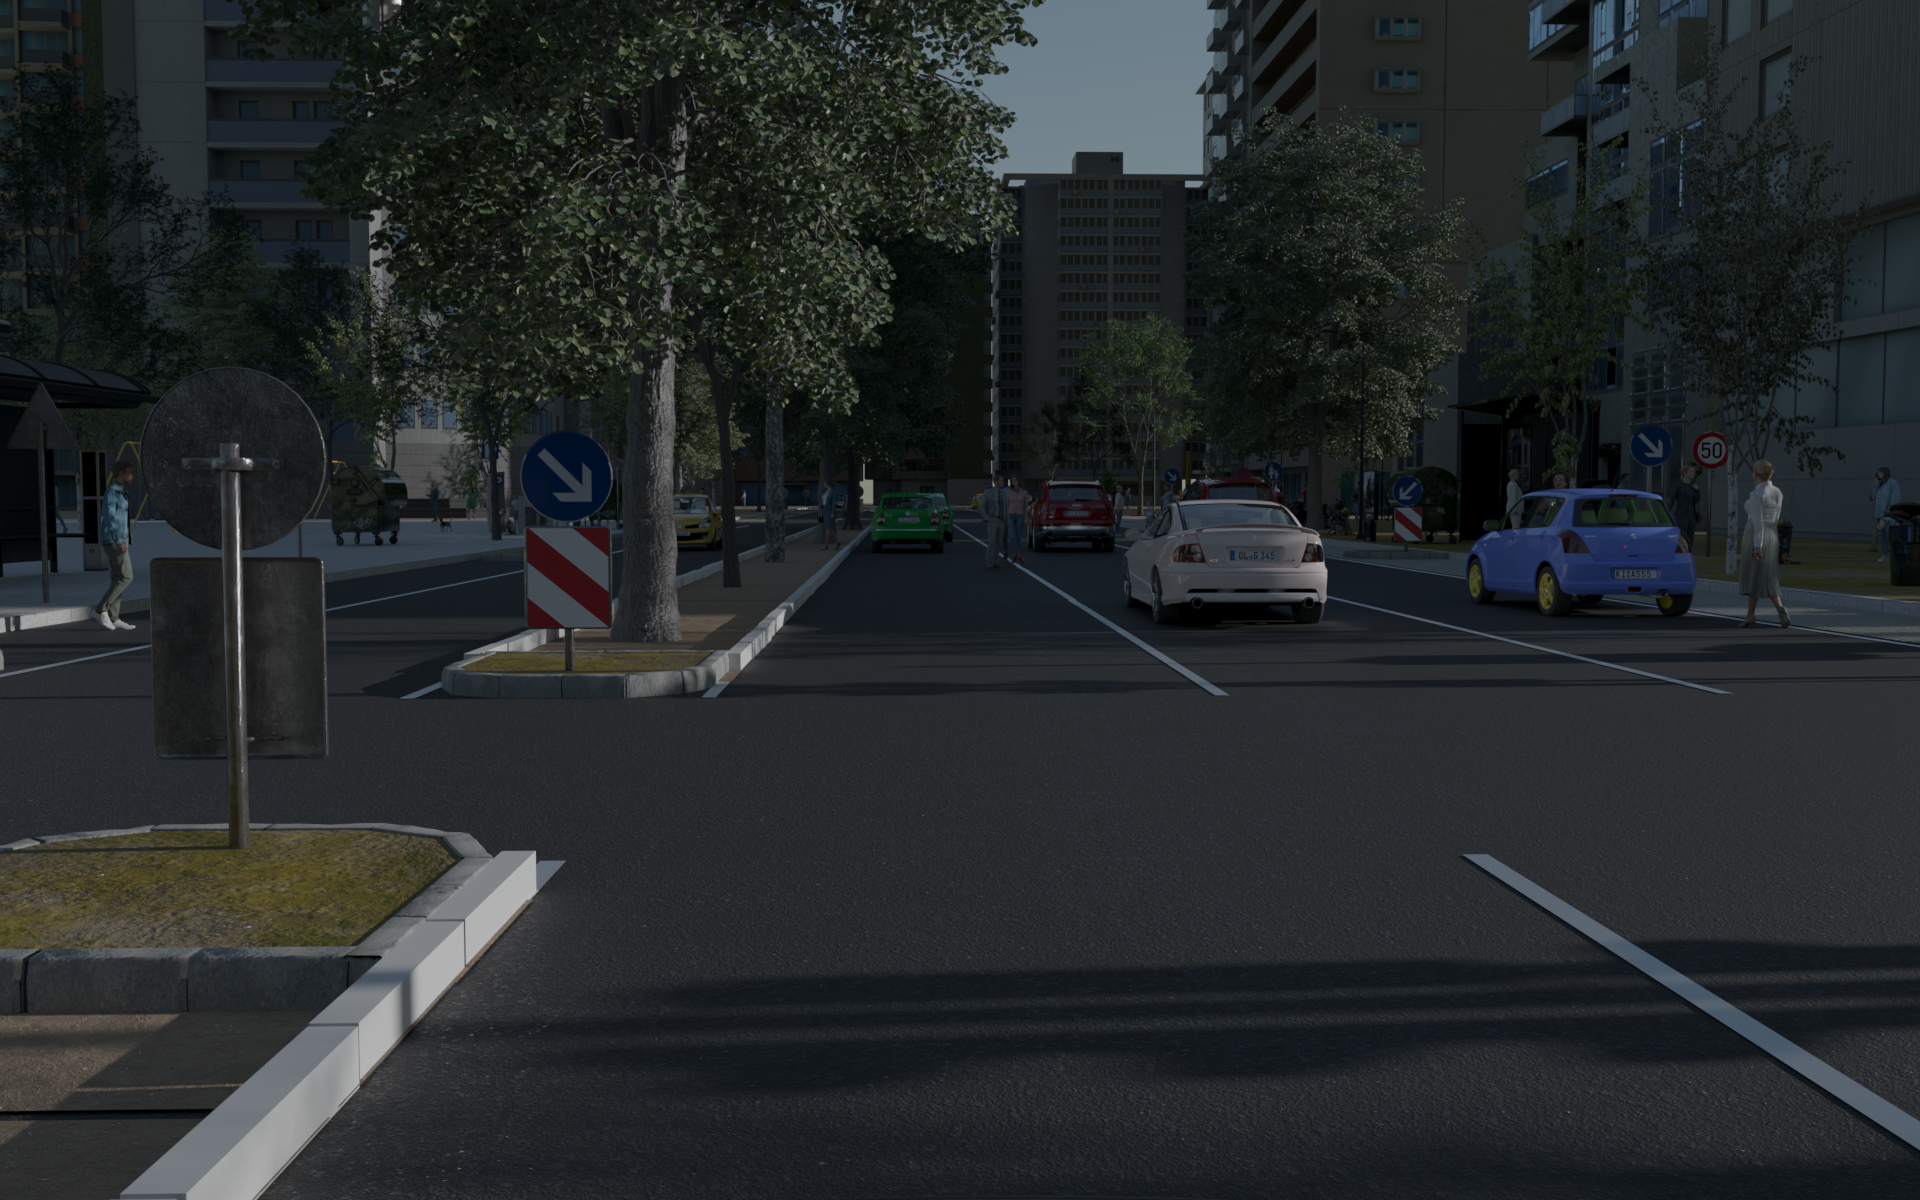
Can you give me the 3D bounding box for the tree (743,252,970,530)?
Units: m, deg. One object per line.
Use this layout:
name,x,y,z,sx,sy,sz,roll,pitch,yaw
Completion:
tree,-4.323,-9.161,69.255,9.611,12.733,9.660,0,3,0

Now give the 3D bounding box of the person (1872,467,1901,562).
person,17.482,-1.608,32.591,0.793,1.790,0.793,-3,4,-38

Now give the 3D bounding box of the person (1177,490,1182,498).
person,21.575,-9.887,170.178,1.348,1.821,0.705,-1,4,-19

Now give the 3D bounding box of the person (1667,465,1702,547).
person,12.180,-1.391,29.209,0.576,1.772,0.534,-3,4,-36

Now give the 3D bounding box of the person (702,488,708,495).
person,-18.186,-7.115,123.098,1.217,1.735,0.721,-3,4,-38

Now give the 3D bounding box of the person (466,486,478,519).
person,-24.651,-4.960,87.389,0.529,1.795,0.600,3,4,37

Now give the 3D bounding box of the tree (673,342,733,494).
tree,-12.848,-7.771,77.416,4.360,8.622,3.978,0,3,0

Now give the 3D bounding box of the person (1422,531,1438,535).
person,14.735,-2.917,53.912,0.537,1.800,0.526,3,5,44

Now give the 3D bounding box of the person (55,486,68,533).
person,-29.740,-3.115,56.835,0.748,1.841,0.638,0,4,5

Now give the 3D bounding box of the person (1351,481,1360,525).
person,16.302,-3.937,70.393,0.794,1.824,0.713,1,4,11

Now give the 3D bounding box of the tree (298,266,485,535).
tree,-18.147,-6.361,54.370,4.737,8.622,4.395,0,3,0

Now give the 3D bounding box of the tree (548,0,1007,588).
tree,-3.475,-5.484,26.530,8.767,10.594,7.601,0,4,-2

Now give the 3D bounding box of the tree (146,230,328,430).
tree,-31.442,-9.569,74.577,7.486,12.596,7.792,0,3,0

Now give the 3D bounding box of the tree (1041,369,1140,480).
tree,9.758,-11.786,127.117,7.601,10.594,8.767,2,4,29

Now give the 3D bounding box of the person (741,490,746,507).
person,-20.839,-9.681,166.862,0.705,1.814,1.350,0,4,6

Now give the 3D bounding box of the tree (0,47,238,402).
tree,-19.362,-6.232,36.301,7.601,10.594,8.767,2,4,26

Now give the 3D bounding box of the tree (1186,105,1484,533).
tree,11.936,-9.214,57.311,9.857,13.997,8.962,0,3,0

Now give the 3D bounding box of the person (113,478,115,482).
person,-24.232,-2.630,49.613,0.480,1.755,0.524,2,4,26

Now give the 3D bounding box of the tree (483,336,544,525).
tree,-19.597,-7.450,72.172,4.737,8.622,4.395,0,3,0

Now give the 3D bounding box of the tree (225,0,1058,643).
tree,-3.081,-6.575,16.620,9.857,13.997,8.962,0,3,0

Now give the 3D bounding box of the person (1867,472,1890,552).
person,20.424,-1.970,38.439,0.511,1.800,0.466,0,4,1

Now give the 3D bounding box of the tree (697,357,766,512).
tree,-14.311,-13.065,123.984,12.009,13.543,11.850,0,3,0

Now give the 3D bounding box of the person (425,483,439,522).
person,-24.671,-4.574,81.001,0.661,1.801,0.590,3,5,43

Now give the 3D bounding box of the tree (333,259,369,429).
tree,-12.873,-6.961,48.223,8.767,10.594,7.601,0,4,-1

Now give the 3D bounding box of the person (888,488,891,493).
person,-4.699,-6.507,114.916,0.705,1.821,1.348,0,3,0

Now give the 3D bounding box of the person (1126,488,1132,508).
person,15.069,-9.059,154.026,0.599,1.838,0.709,0,4,-1

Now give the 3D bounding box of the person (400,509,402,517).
person,-23.140,-3.974,70.980,0.622,1.834,0.822,1,4,14

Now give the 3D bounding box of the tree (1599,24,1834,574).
tree,12.247,-4.703,27.254,4.360,8.622,3.978,0,3,0

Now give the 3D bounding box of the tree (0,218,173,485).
tree,-22.892,-5.815,45.441,4.360,8.622,3.978,0,3,0

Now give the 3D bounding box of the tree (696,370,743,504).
tree,-14.497,-9.214,101.003,4.737,8.622,4.395,0,3,0

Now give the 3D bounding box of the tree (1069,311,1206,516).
tree,10.307,-10.637,99.670,9.928,11.665,9.643,0,3,0

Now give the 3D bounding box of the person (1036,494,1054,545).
person,2.412,-2.469,49.051,0.511,1.800,0.466,-1,4,-17

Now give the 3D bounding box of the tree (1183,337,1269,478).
tree,11.746,-7.759,77.215,4.737,8.622,4.395,0,3,0

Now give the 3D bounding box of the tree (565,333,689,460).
tree,-13.538,-7.260,69.062,4.737,8.622,4.395,0,3,0

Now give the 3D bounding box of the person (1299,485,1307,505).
person,20.402,-5.865,101.893,1.348,1.831,0.705,-2,4,-29

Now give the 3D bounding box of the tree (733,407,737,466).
tree,-14.844,-8.823,94.623,4.360,8.622,3.978,0,3,0

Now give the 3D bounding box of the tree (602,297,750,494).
tree,-14.589,-10.333,87.066,7.486,12.596,7.792,0,3,0

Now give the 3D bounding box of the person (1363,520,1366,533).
person,13.550,-3.140,57.573,0.537,1.800,0.526,-2,4,-35

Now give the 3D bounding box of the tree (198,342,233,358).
tree,-35.333,-8.176,84.032,4.360,8.622,3.978,0,3,0

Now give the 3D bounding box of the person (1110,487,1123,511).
person,10.806,-7.019,120.940,1.348,1.807,0.705,-1,4,-13

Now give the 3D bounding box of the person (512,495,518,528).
person,-16.582,-3.298,64.647,0.332,1.250,0.352,-1,4,-10

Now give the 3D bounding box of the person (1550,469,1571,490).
person,8.314,-0.949,24.375,0.716,1.782,0.532,1,4,17

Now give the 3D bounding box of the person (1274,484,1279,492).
person,18.117,-5.719,99.416,0.709,1.838,0.599,2,4,26

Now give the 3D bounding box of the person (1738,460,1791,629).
person,8.578,-0.593,18.418,0.478,1.798,0.641,-1,4,-15

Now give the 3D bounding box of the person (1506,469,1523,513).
person,12.411,-2.020,38.952,0.818,1.842,0.514,-1,4,-19

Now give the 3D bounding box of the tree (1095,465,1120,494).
tree,9.774,-7.318,114.244,1.663,3.219,1.824,0,3,0

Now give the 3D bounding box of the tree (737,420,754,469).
tree,-14.493,-9.676,108.570,4.360,8.622,3.978,0,3,0

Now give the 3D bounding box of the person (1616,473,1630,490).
person,16.968,-2.353,44.536,0.620,1.820,0.660,2,4,34

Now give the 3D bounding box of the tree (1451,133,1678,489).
tree,12.156,-5.168,34.855,4.737,8.622,4.395,0,3,0

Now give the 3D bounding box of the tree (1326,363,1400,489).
tree,18.374,-7.811,78.066,4.737,8.622,4.395,0,3,0

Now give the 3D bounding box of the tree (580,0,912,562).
tree,-5.113,-10.894,36.462,12.611,20.169,13.585,0,3,0

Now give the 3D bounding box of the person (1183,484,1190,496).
person,10.749,-4.565,81.252,0.480,1.755,0.524,3,5,40
